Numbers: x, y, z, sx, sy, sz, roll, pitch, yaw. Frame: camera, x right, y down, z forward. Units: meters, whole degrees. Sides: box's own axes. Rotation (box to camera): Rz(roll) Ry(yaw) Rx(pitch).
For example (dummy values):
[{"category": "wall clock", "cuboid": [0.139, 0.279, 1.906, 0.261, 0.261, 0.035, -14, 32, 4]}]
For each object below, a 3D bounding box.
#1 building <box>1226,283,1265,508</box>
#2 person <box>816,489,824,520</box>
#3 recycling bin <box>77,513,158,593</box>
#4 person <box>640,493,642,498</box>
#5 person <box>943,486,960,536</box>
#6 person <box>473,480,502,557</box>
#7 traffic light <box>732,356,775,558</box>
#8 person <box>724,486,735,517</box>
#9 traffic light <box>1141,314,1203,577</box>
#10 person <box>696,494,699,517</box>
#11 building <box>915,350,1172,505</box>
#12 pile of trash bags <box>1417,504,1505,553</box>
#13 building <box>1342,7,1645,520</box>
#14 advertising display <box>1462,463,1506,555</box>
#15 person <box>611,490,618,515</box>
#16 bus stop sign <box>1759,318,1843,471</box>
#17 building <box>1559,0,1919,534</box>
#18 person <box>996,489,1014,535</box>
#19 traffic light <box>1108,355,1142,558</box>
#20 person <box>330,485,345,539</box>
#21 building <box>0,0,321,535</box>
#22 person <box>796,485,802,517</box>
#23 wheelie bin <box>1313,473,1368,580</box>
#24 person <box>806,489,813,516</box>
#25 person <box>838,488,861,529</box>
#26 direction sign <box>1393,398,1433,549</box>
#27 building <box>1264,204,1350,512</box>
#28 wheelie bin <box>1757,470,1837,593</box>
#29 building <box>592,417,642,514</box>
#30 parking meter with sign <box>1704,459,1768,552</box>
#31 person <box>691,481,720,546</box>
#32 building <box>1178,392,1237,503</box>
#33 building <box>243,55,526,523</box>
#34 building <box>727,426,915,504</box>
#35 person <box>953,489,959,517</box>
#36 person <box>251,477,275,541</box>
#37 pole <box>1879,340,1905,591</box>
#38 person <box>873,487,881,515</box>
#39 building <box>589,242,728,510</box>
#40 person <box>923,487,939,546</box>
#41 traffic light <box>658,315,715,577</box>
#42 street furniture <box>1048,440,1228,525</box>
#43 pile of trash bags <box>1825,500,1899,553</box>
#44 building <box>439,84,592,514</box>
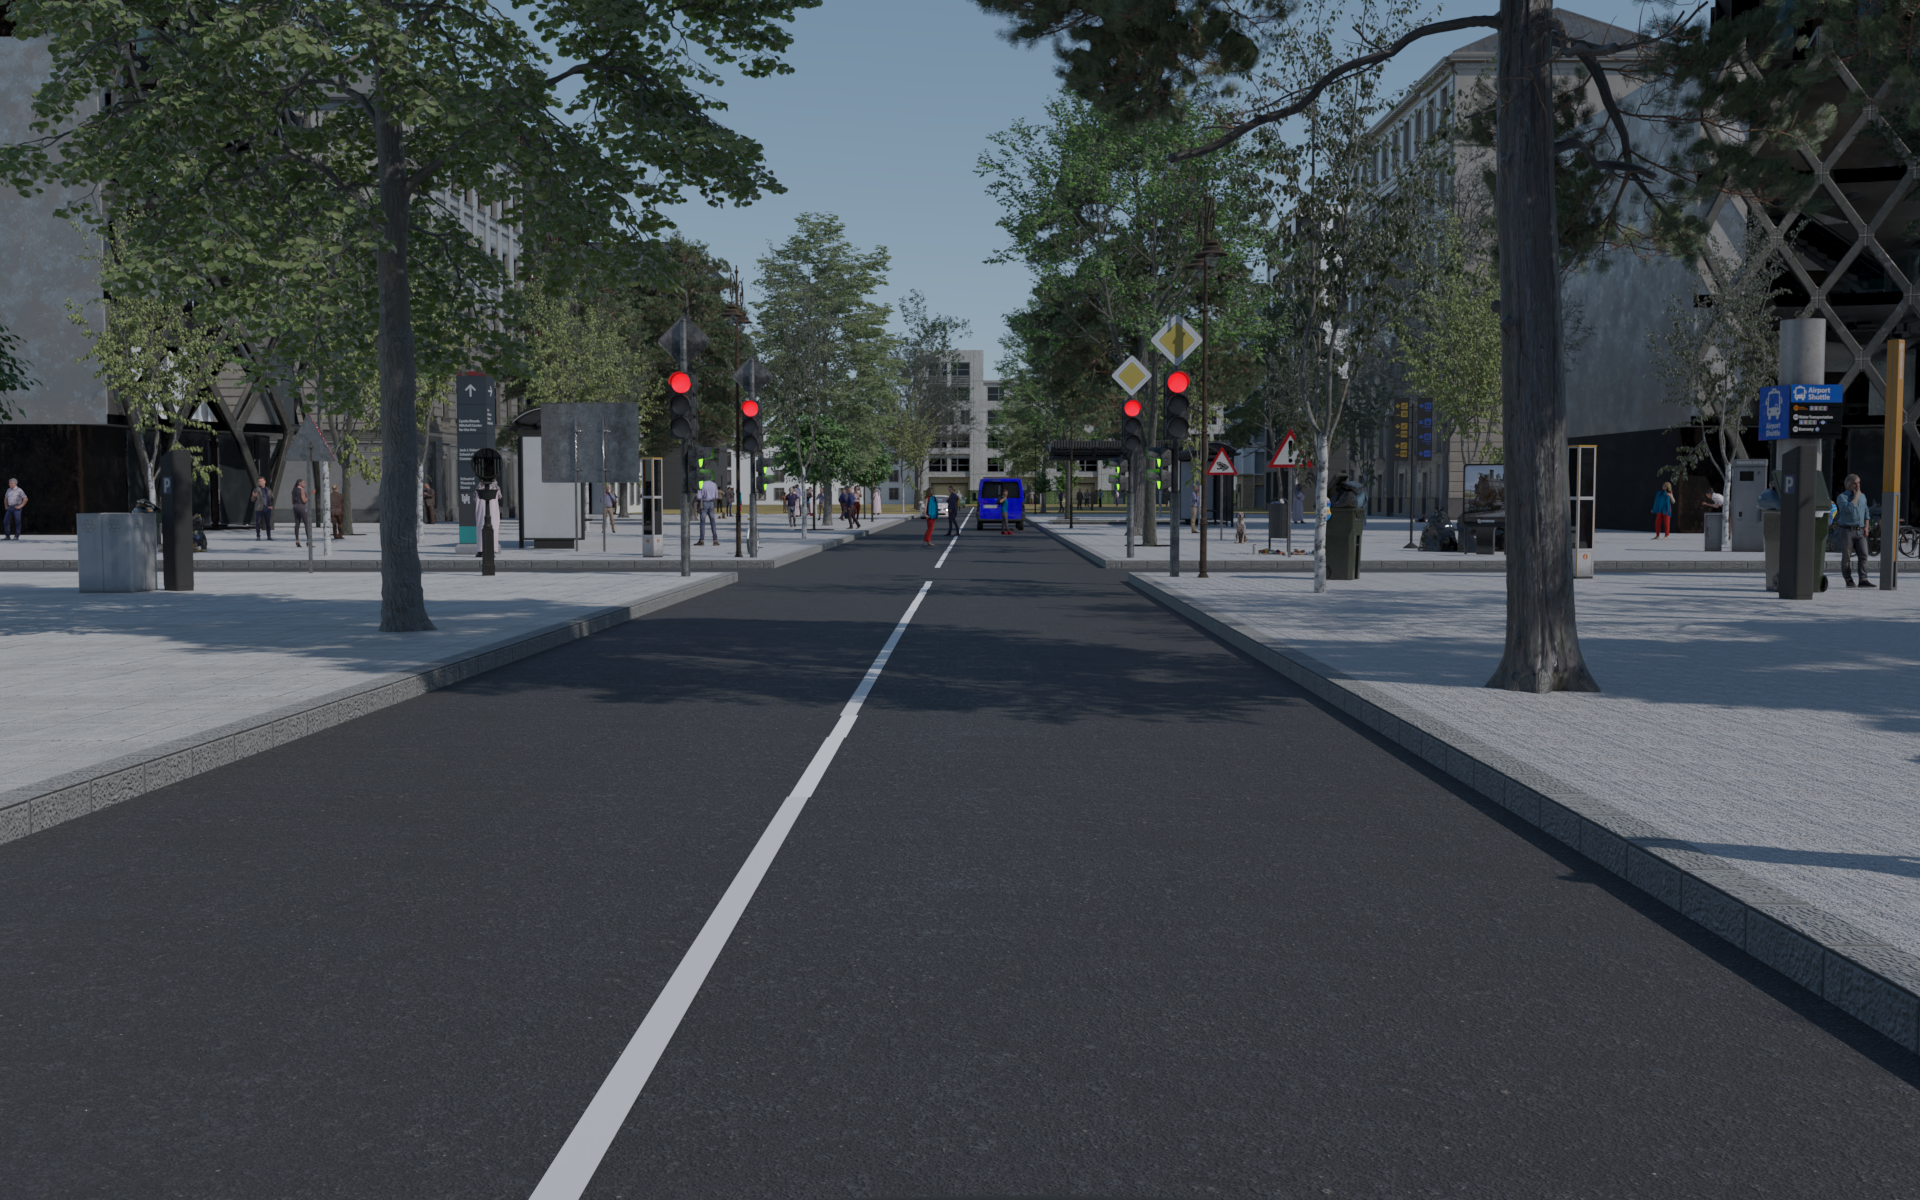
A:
[{"category": "building", "cuboid": [32.865, -18.613, 160.740, 16.016, 20.091, 11.380, 0, 4, 1]}, {"category": "person", "cuboid": [-6.722, -4.654, 84.200, 0.516, 1.574, 0.319, 2, 4, 25]}, {"category": "recycling bin", "cuboid": [-11.095, -0.628, 22.816, 0.722, 1.027, 0.722, 0, 4, 3]}, {"category": "person", "cuboid": [-12.546, -3.844, 69.720, 0.655, 1.722, 0.431, -1, 4, -10]}, {"category": "person", "cuboid": [-0.283, -3.032, 58.997, 0.530, 1.710, 0.541, 0, 4, -7]}, {"category": "person", "cuboid": [-9.543, -1.732, 35.036, 0.551, 1.740, 0.621, -2, 4, -31]}, {"category": "traffic light", "cuboid": [-4.151, -2.788, 34.827, 0.839, 4.213, 0.868, 0, 4, 1]}, {"category": "person", "cuboid": [-13.052, -5.589, 98.242, 0.655, 1.722, 0.431, 2, 4, 33]}, {"category": "traffic light", "cuboid": [3.310, -2.295, 26.764, 0.839, 4.213, 0.868, 0, 4, 1]}, {"category": "person", "cuboid": [-15.017, -5.553, 98.305, 0.593, 1.643, 0.415, -3, 5, -44]}, {"category": "building", "cuboid": [10.290, -21.683, 220.977, 31.486, 18.905, 16.747, 0, 4, 1]}, {"category": "pile of trash bags", "cuboid": [12.146, -1.782, 38.882, 3.447, 1.369, 1.912, -1, 4, -21]}, {"category": "building", "cuboid": [29.788, -18.294, 96.378, 12.463, 27.353, 25.104, 0, 4, 1]}, {"category": "advertising display", "cuboid": [11.118, -1.920, 36.605, 0.974, 1.923, 0.123, 2, 4, 35]}, {"category": "person", "cuboid": [-21.670, -6.121, 108.395, 0.482, 1.546, 0.388, 2, 4, 35]}, {"category": "bus stop sign", "cuboid": [12.746, -2.281, 26.308, 0.837, 3.901, 0.837, 0, 4, -5]}, {"category": "building", "cuboid": [31.769, -11.828, 60.835, 16.811, 18.784, 16.820, 0, 4, 1]}, {"category": "person", "cuboid": [1.585, -3.103, 61.108, 0.662, 1.594, 0.647, 0, 4, 6]}, {"category": "traffic light", "cuboid": [3.410, -2.783, 34.748, 0.839, 4.213, 0.868, 0, 4, 1]}, {"category": "person", "cuboid": [-17.770, -2.506, 49.282, 0.482, 1.546, 0.388, -1, 4, -12]}, {"category": "building", "cuboid": [-32.392, -11.886, 61.790, 16.820, 18.784, 16.811, 0, 4, 1]}, {"category": "person", "cuboid": [-9.275, -5.633, 98.012, 0.599, 1.838, 0.709, 1, 4, 16]}, {"category": "wheelie bin", "cuboid": [5.727, -1.108, 26.030, 0.693, 1.594, 0.980, 2, 4, 28]}, {"category": "person", "cuboid": [-8.763, -5.652, 100.328, 0.647, 1.594, 0.662, 1, 4, 21]}, {"category": "person", "cuboid": [-4.046, -3.370, 63.839, 0.600, 1.496, 0.574, 3, 4, 37]}, {"category": "direction sign", "cuboid": [10.648, -2.983, 40.775, 0.876, 3.537, 0.379, 1, 4, 9]}, {"category": "building", "cuboid": [37.943, -17.998, 138.244, 27.936, 21.610, 32.646, 0, 4, 1]}, {"category": "wheelie bin", "cuboid": [10.933, -0.907, 22.737, 0.980, 1.594, 0.693, 0, 4, 1]}, {"category": "building", "cuboid": [-27.120, -11.173, 124.819, 9.099, 9.664, 28.070, 0, 4, 1]}, {"category": "parking meter with sign", "cuboid": [17.455, -2.574, 38.347, 1.738, 3.016, 0.543, 1, 4, 19]}, {"category": "person", "cuboid": [-6.326, -2.268, 42.986, 0.709, 1.838, 0.599, -2, 4, -32]}, {"category": "building", "cuboid": [42.498, -21.655, 220.512, 31.486, 18.905, 16.747, 0, 4, 1]}, {"category": "building", "cuboid": [-28.217, -14.410, 84.762, 9.793, 20.994, 18.267, 0, 4, 1]}, {"category": "building", "cuboid": [-19.530, -16.874, 218.029, 28.070, 9.664, 9.099, 0, 4, 1]}, {"category": "person", "cuboid": [-0.413, -5.937, 106.271, 0.504, 1.737, 0.576, 2, 4, 28]}, {"category": "person", "cuboid": [-19.127, -2.507, 47.566, 0.617, 1.759, 0.750, -2, 4, -26]}, {"category": "pole", "cuboid": [12.382, -1.784, 23.006, 0.158, 3.312, 0.155, 0, 3, 0]}, {"category": "person", "cuboid": [-5.121, -6.089, 106.264, 0.621, 1.740, 0.551, 1, 4, 19]}, {"category": "building", "cuboid": [-38.592, -18.996, 154.562, 32.646, 21.610, 27.936, 0, 4, 1]}, {"category": "person", "cuboid": [-0.813, -2.324, 48.196, 0.593, 1.614, 0.444, -3, 4, -36]}, {"category": "traffic light", "cuboid": [-4.251, -2.300, 26.842, 0.839, 4.213, 0.868, 0, 4, 1]}, {"category": "street furniture", "cuboid": [7.582, -5.087, 75.278, 7.346, 3.524, 5.398, 0, 4, 1]}, {"category": "pile of trash bags", "cuboid": [19.554, -1.811, 39.355, 1.912, 1.369, 3.447, -1, 4, -13]}, {"category": "building", "cuboid": [-29.653, -16.639, 101.727, 12.332, 23.373, 15.834, 0, 4, 1]}]
